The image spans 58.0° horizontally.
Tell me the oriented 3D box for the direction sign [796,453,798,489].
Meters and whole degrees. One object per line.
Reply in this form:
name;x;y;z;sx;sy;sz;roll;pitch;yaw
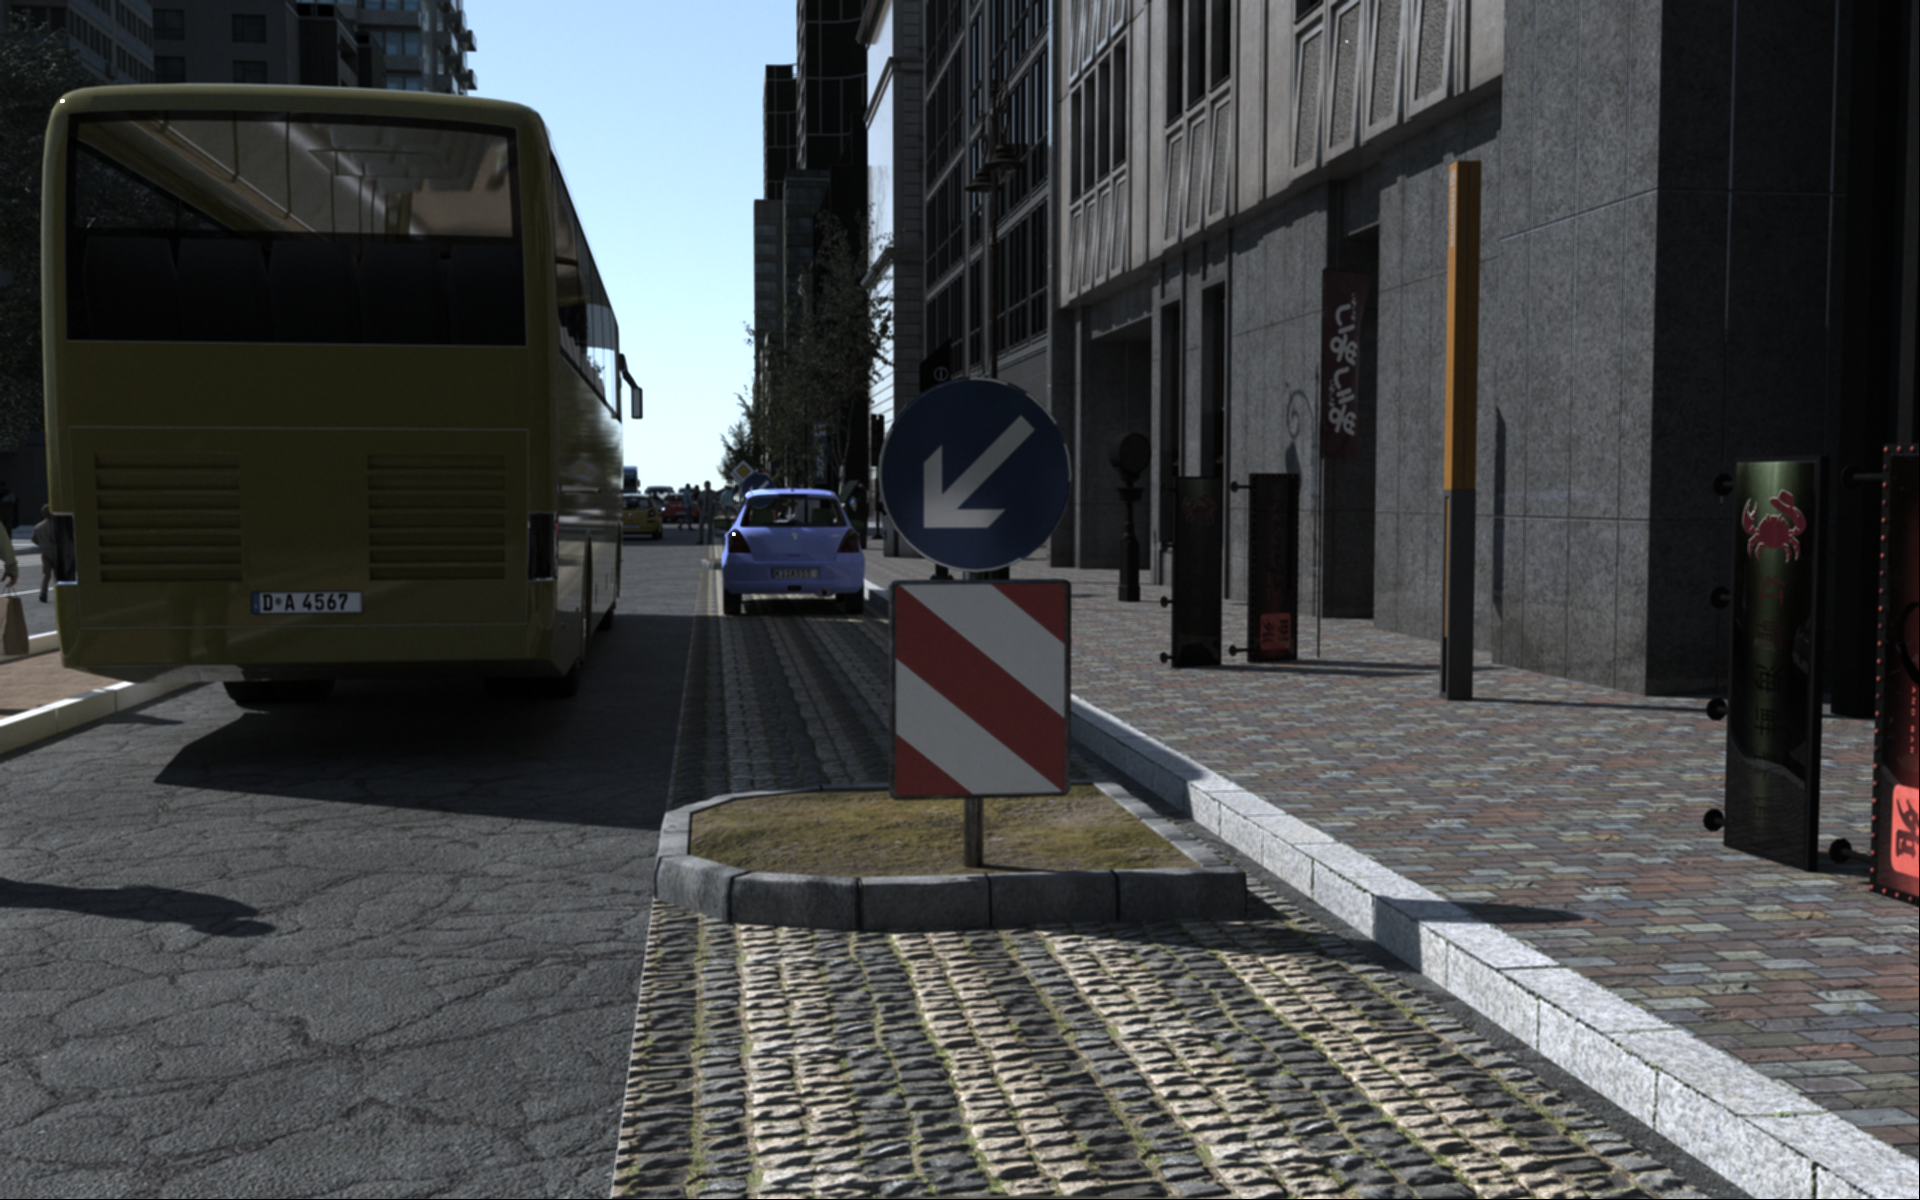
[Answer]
direction sign;-8.879;-6.266;94.442;0.379;3.537;0.876;0;4;2

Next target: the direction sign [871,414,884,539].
direction sign;-2.340;-3.507;49.334;0.379;3.537;0.876;1;4;21

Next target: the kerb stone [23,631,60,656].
kerb stone;-8.347;0.403;15.650;0.120;0.150;1.000;-1;4;-8

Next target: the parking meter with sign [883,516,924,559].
parking meter with sign;-0.865;-2.353;34.727;0.543;3.016;1.738;-3;5;-44

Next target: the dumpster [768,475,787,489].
dumpster;-9.784;-5.392;90.647;1.502;2.255;1.985;0;4;-8

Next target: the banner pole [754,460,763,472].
banner pole;-15.000;-8.488;128.800;0.863;3.779;0.401;-2;4;-31

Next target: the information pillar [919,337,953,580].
information pillar;-0.354;-2.112;25.879;0.504;3.616;0.183;0;4;2

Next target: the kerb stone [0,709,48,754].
kerb stone;-5.398;0.754;9.861;0.120;0.150;1.000;-1;4;-8

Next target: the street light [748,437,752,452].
street light;-16.994;-10.224;139.951;0.468;5.910;1.993;-1;4;-8

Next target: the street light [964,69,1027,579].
street light;0.384;-2.854;19.458;0.468;5.910;1.993;-1;4;-8

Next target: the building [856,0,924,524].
building;8.465;-17.094;76.753;25.104;27.353;12.463;-1;4;-8

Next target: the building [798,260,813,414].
building;-4.348;-18.717;125.113;14.460;24.649;34.723;-1;4;-8

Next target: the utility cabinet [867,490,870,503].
utility cabinet;-4.539;-4.825;87.569;0.318;1.500;1.173;0;4;2

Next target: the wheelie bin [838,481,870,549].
wheelie bin;-2.502;-1.995;40.529;0.693;1.594;0.980;-2;4;-26

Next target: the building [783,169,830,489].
building;-8.998;-23.584;157.306;14.160;30.474;14.107;-1;4;-8

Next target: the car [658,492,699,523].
car;-13.975;-4.740;86.533;2.155;1.783;4.494;-1;4;-10

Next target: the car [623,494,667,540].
car;-10.386;-2.749;55.167;2.015;1.641;3.980;0;4;-7

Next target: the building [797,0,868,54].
building;-7.812;-45.003;174.052;20.563;71.187;20.611;-1;4;-8

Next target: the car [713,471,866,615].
car;-2.133;-0.746;21.789;1.945;1.707;3.694;0;4;-7

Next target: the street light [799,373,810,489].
street light;-5.104;-5.171;57.336;0.468;5.910;1.993;-1;4;-8

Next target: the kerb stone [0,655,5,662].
kerb stone;-8.203;0.466;14.638;0.120;0.150;1.000;-1;4;-8

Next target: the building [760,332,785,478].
building;-8.908;-21.797;201.418;27.650;21.520;28.899;-1;4;-8

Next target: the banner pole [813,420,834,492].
banner pole;-4.017;-3.768;51.624;0.863;3.779;0.401;1;4;18

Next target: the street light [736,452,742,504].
street light;-22.547;-12.600;178.800;0.468;5.910;1.993;-1;4;-8

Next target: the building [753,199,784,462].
building;-21.819;-34.213;242.978;14.154;41.232;14.086;-1;4;-8

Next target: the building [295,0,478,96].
building;-54.177;-32.468;150.464;23.786;49.044;30.456;-1;4;-8

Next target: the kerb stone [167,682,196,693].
kerb stone;-5.833;0.569;12.900;0.120;0.150;1.000;-1;4;-8

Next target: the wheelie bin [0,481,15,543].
wheelie bin;-23.496;-2.098;42.212;0.693;1.594;0.980;2;4;24

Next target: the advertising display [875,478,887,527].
advertising display;-2.804;-3.784;67.083;0.974;1.923;0.123;1;4;13

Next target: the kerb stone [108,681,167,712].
kerb stone;-5.680;0.636;11.887;0.120;0.150;1.000;-1;4;-8

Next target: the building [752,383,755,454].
building;-17.705;-25.780;266.541;27.650;21.520;28.899;-1;4;-8

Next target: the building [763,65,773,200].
building;-24.294;-52.036;289.044;20.563;71.187;20.611;-1;4;-8

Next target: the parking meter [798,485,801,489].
parking meter;-10.270;-6.414;110.573;0.255;1.863;0.399;0;4;-4

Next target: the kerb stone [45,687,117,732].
kerb stone;-5.542;0.693;10.873;0.120;0.150;1.000;-1;4;-8

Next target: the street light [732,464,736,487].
street light;-33.992;-17.493;258.792;0.468;5.910;1.993;-1;4;-8

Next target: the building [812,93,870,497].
building;-1.856;-16.535;100.020;12.332;23.373;15.834;-1;4;-8

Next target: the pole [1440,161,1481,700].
pole;3.106;-1.034;10.748;0.158;3.312;0.155;0;3;0
